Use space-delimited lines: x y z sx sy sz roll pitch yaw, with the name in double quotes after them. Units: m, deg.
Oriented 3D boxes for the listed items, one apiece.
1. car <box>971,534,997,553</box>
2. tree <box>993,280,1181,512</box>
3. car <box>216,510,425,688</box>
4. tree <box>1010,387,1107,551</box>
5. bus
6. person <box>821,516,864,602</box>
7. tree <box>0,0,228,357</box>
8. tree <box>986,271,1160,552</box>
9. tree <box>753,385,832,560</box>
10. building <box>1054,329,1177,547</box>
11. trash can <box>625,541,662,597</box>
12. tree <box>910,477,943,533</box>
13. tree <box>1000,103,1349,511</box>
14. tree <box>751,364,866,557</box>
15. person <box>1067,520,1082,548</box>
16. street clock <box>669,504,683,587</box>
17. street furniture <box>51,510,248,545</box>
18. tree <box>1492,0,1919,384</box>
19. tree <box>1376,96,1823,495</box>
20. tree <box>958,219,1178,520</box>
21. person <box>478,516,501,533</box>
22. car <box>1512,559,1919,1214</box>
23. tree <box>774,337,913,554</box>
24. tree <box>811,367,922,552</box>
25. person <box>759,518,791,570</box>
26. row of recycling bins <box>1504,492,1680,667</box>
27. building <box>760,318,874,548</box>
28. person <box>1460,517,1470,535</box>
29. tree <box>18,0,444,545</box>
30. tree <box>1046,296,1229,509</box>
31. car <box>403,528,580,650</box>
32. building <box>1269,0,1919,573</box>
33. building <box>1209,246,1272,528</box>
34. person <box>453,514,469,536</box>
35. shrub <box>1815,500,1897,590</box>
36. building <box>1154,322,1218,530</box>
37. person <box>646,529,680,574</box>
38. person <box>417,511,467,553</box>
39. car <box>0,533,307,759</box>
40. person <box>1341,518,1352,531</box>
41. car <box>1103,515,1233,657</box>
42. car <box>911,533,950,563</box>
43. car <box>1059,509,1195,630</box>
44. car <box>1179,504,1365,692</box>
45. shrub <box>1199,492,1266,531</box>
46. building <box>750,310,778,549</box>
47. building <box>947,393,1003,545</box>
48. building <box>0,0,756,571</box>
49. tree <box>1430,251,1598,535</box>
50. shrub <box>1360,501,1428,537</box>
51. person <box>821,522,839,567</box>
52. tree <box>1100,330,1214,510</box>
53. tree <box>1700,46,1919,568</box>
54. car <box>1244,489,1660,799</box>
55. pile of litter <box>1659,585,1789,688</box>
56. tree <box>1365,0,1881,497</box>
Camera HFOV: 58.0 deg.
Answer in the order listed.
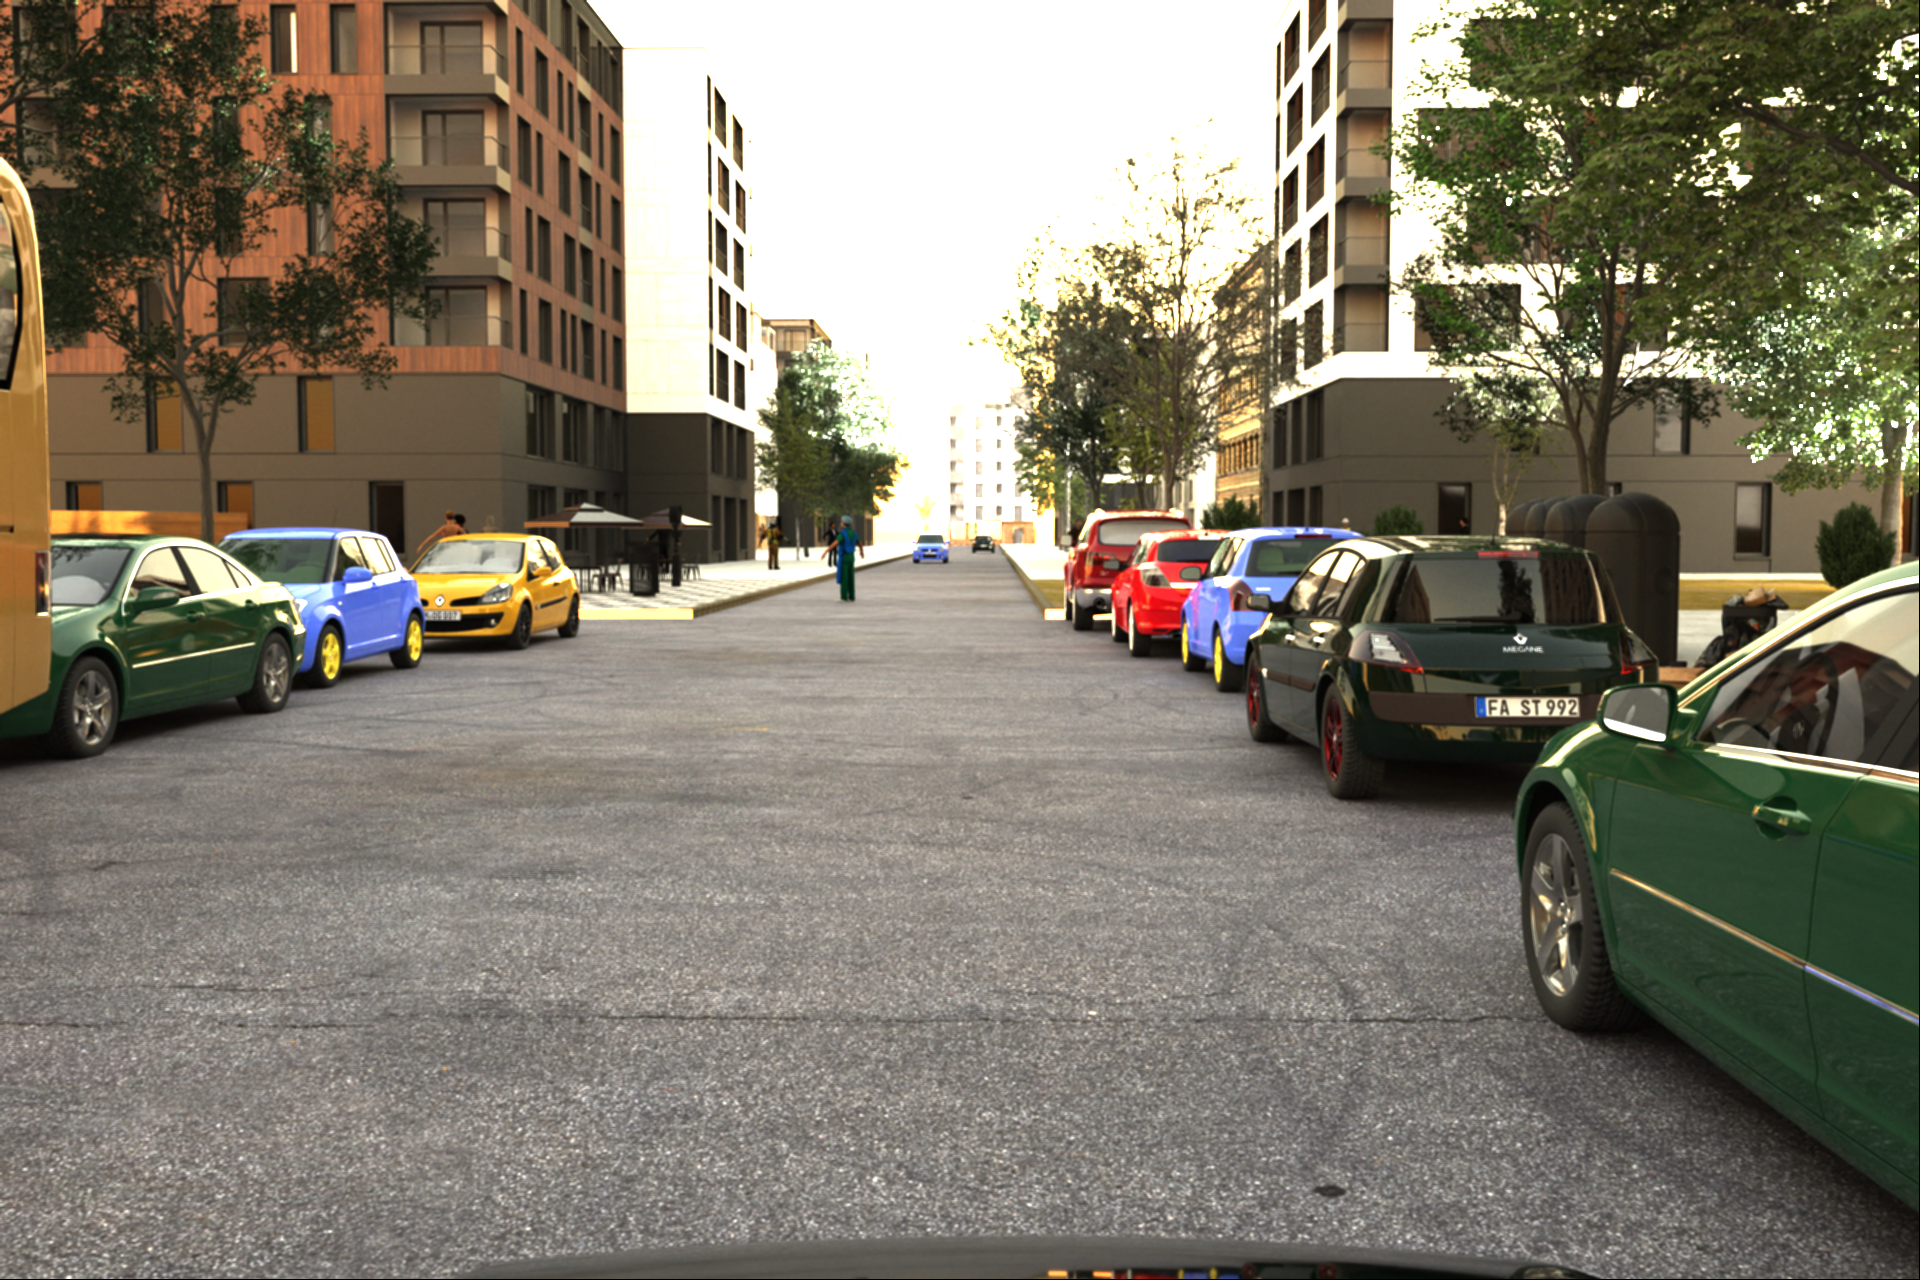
1.798 -7.473 131.978 2.009 1.686 4.222 0 4 1 "car"
6.532 -10.558 82.997 12.009 13.543 11.850 0 3 0 "tree"
-6.668 -0.467 17.234 1.945 1.707 3.694 0 4 1 "car"
7.459 -13.194 133.842 7.486 12.596 7.792 0 3 0 "tree"
-6.511 -0.743 3.692 2.896 3.916 12.252 0 4 1 "bus"
-2.421 -1.713 36.597 0.704 1.817 1.347 3 4 36 "person"
-12.601 -5.166 18.881 8.767 10.594 7.601 -2 4 -25 "tree"
8.880 -16.174 120.337 12.611 20.169 13.585 0 3 0 "tree"
-8.001 -8.229 84.907 4.737 8.622 4.395 0 3 0 "tree"
24.104 -21.102 188.985 27.936 21.610 32.646 0 4 1 "building"
-6.513 -1.472 35.716 0.748 1.137 0.748 0 3 0 "trash can"
-3.901 -16.604 221.843 4.360 8.622 3.978 0 3 0 "tree"
6.125 -8.533 49.886 12.009 13.543 11.850 0 3 0 "tree"
-8.840 -9.864 95.684 7.601 10.594 8.767 -1 4 -13 "tree"
4.342 -3.513 63.571 1.346 1.812 0.704 -1 4 -14 "person"
-6.958 -2.313 42.392 0.358 2.002 0.471 0 4 3 "street clock"
-16.449 -1.759 35.620 9.812 1.723 11.010 2 4 25 "street furniture"
8.673 -5.931 15.101 7.486 12.596 7.792 0 3 0 "tree"
12.868 -6.163 35.173 8.767 10.594 7.601 1 4 10 "tree"
6.731 -15.236 105.003 12.611 20.169 13.585 0 3 0 "tree"
-13.530 -2.683 49.997 1.348 1.813 0.705 1 4 15 "person"
2.610 0.501 3.603 2.131 1.459 4.920 0 4 1 "car"
-7.552 -12.538 111.645 9.857 13.997 8.962 0 3 0 "tree"
-7.792 -13.282 127.529 12.009 13.543 11.850 0 3 0 "tree"
-6.748 -3.486 62.760 1.354 1.858 0.705 2 4 29 "person"
6.580 -0.687 18.349 1.069 1.692 3.534 0 4 1 "row of recycling bins"
-23.992 -20.579 180.438 27.936 21.610 32.646 0 4 1 "building"
15.920 -2.974 54.820 0.705 1.806 1.347 2 4 26 "person"
-12.398 -5.772 28.790 8.767 10.594 7.601 0 4 5 "tree"
6.924 -8.182 68.187 7.601 10.594 8.767 -1 4 -15 "tree"
-6.201 -0.760 22.649 2.015 1.641 3.980 0 4 1 "car"
26.602 -13.978 72.507 27.936 21.610 32.646 0 4 1 "building"
25.587 -16.572 101.883 19.493 23.208 18.063 0 4 1 "building"
-13.836 -2.546 47.764 0.704 1.843 1.345 1 4 18 "person"
19.387 -2.023 37.496 1.690 2.028 1.600 0 3 0 "shrub"
27.187 -17.522 152.950 16.747 18.905 31.486 0 4 1 "building"
-9.570 -3.053 55.850 1.347 1.837 0.705 -3 5 -40 "person"
-9.848 -1.624 33.357 1.217 1.733 0.721 -3 4 -37 "person"
-6.425 -0.048 12.577 2.131 1.459 4.920 0 4 1 "car"
12.054 -2.920 54.213 1.216 1.772 0.721 1 4 14 "person"
2.898 -0.774 21.693 2.155 1.783 4.494 0 4 1 "car"
-1.440 -4.676 86.036 1.945 1.707 3.694 0 4 1 "car"
2.719 -1.137 27.270 2.281 1.827 5.304 0 4 1 "car"
3.170 -0.453 16.995 1.945 1.707 3.694 0 3 0 "car"
5.099 -1.750 32.657 1.661 2.075 1.752 0 3 0 "shrub"
-22.125 -17.821 147.793 16.016 20.090 11.380 0 4 1 "building"
-1.313 -22.361 224.472 11.380 20.090 16.016 0 4 -5 "building"
-24.669 -13.895 71.155 27.936 21.610 32.646 0 4 1 "building"
13.641 -5.739 44.194 4.360 8.622 3.978 0 3 0 "tree"
10.494 -2.300 41.641 1.661 2.075 1.752 0 3 0 "shrub"
-4.924 -3.728 67.675 1.216 1.740 0.721 -3 4 -36 "person"
6.517 -6.634 58.827 4.737 8.622 4.395 0 3 0 "tree"
23.619 -8.390 43.829 9.857 13.997 8.962 0 3 0 "tree"
2.866 -0.059 10.745 2.009 1.686 4.222 0 4 0 "car"
6.357 -0.024 14.354 1.176 0.858 1.719 0 4 1 "pile of litter"
9.637 -6.114 25.712 9.928 11.665 9.643 0 3 0 "tree"
